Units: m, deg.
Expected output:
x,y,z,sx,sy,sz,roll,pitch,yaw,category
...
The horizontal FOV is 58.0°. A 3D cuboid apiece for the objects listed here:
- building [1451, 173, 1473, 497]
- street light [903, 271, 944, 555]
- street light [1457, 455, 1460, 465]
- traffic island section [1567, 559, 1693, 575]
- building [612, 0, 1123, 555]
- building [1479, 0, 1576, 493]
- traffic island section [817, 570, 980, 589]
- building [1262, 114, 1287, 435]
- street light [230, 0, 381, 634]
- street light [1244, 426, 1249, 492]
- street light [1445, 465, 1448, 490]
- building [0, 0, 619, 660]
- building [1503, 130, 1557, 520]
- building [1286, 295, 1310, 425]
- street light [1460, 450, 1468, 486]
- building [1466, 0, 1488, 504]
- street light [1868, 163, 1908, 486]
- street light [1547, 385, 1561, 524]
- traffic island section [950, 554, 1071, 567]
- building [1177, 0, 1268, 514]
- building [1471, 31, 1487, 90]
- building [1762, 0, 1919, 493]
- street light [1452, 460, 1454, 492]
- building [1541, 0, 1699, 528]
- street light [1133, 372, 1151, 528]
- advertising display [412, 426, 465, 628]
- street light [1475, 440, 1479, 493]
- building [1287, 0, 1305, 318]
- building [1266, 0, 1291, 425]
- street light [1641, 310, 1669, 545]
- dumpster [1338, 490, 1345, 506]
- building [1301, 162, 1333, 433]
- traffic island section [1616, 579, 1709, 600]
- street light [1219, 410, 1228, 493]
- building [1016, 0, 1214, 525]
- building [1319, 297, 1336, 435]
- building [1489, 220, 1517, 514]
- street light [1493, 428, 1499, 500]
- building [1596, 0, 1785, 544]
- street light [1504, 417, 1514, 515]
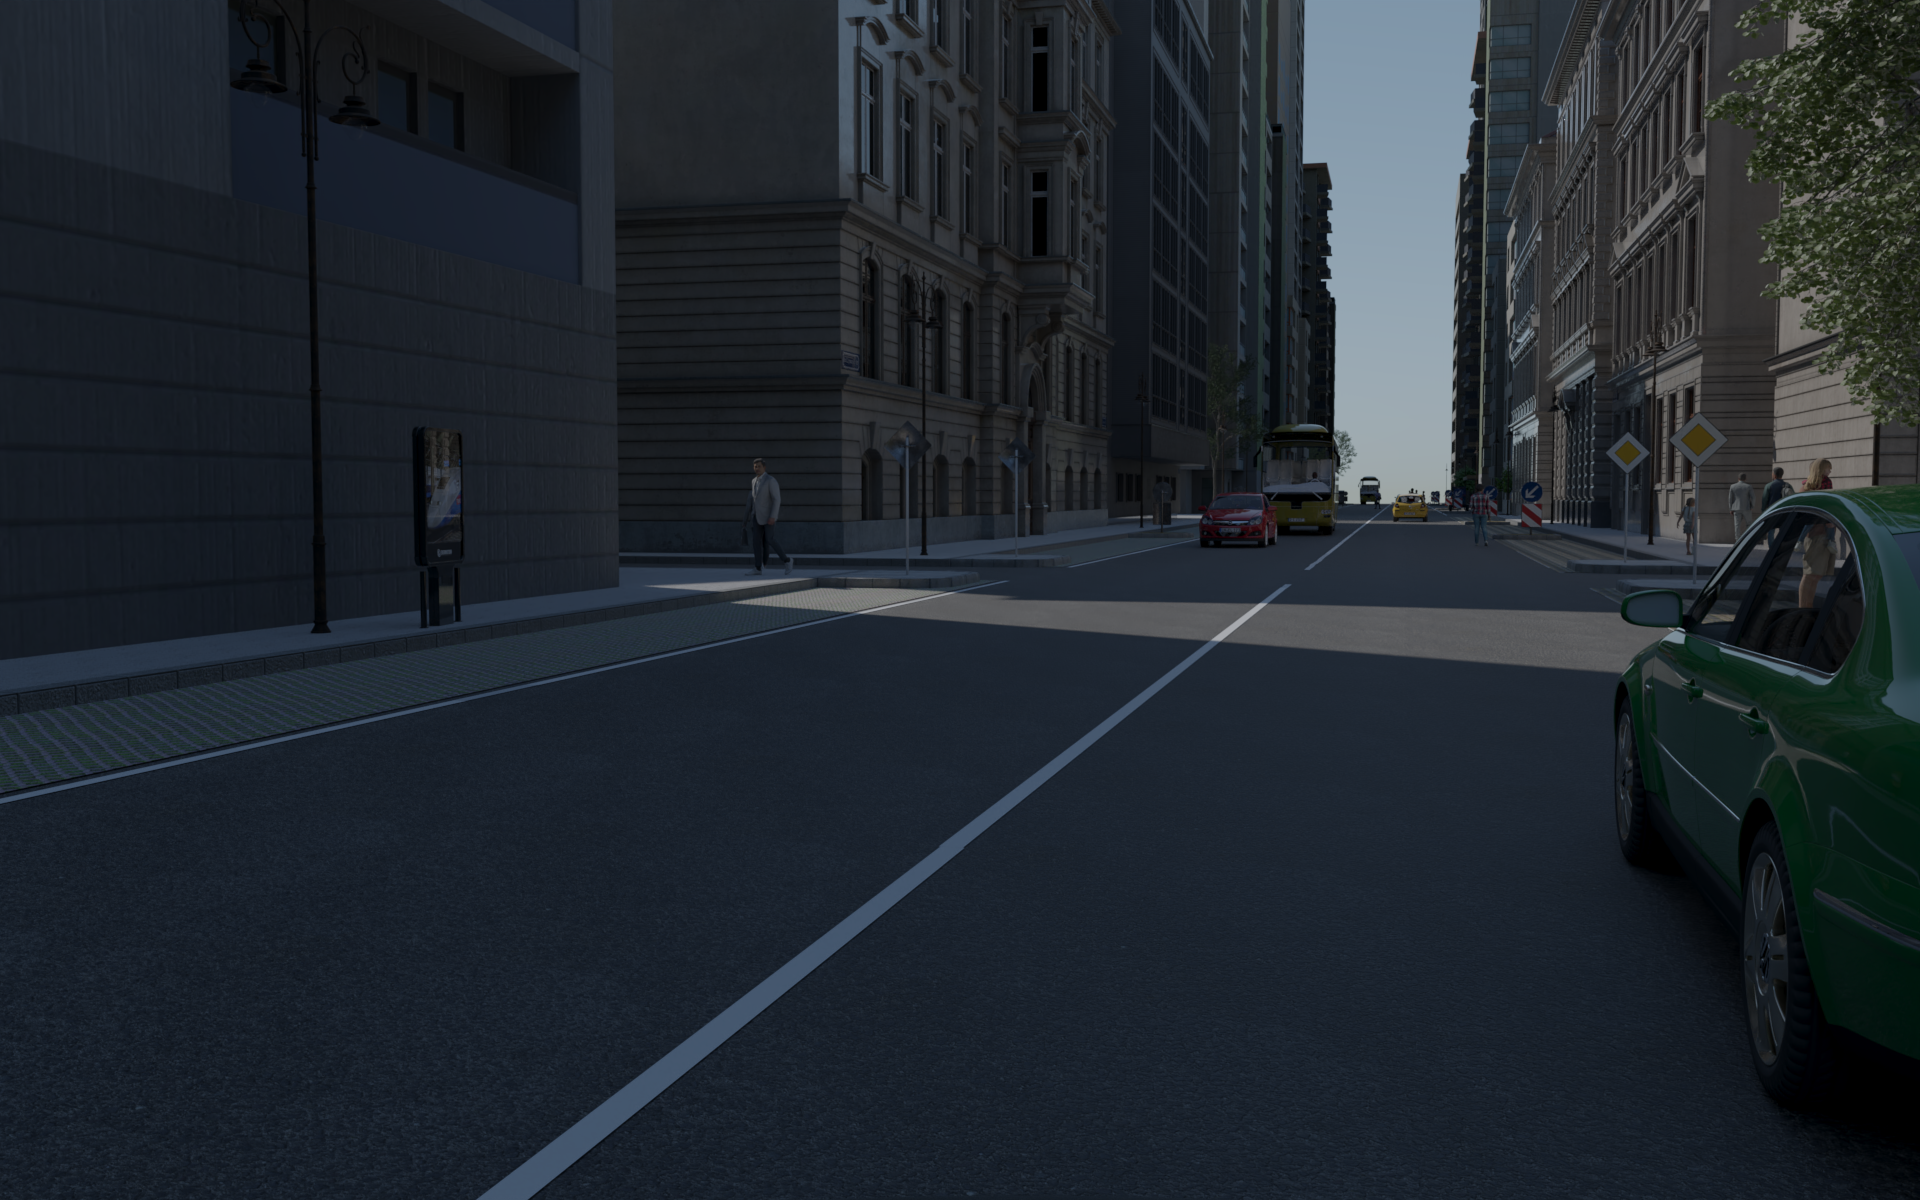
x,y,z,sx,sy,sz,roll,pitch,yaw,category
81.230,-38.023,245.376,21.300,48.544,21.600,1,4,14,building
-0.753,-3.875,36.145,0.468,5.910,1.993,1,4,14,street light
57.400,-13.851,199.257,0.468,5.910,1.993,1,4,14,street light
12.485,-0.619,32.394,2.009,0.180,2.903,1,4,14,traffic island section
-3.260,-14.344,53.612,14.460,24.649,34.723,1,4,14,building
49.891,-27.991,141.251,14.154,41.232,14.086,1,4,14,building
-0.872,-0.323,27.567,2.009,0.180,2.903,1,4,14,traffic island section
17.027,-21.978,131.042,14.160,30.474,14.107,1,4,14,building
-5.906,-2.632,15.827,0.468,5.910,1.993,1,4,14,street light
18.283,-8.417,110.406,0.468,5.910,1.993,1,4,14,street light
72.731,-17.502,258.948,0.468,5.910,1.993,1,4,14,street light
-19.378,-29.311,21.235,28.212,58.520,21.231,1,4,14,building
35.555,-15.681,92.538,11.583,22.565,21.152,1,4,14,building
19.052,-19.755,168.039,27.650,21.520,28.899,1,4,14,building
52.025,-12.570,178.305,0.468,5.910,1.993,1,4,14,street light
75.492,-48.065,224.120,20.563,71.187,20.611,1,4,14,building
12.281,-3.080,23.147,0.468,5.910,1.993,1,4,14,street light
25.226,-6.169,73.650,0.468,5.910,1.993,1,4,14,street light
1.111,-0.796,35.303,2.009,0.180,2.903,1,4,14,traffic island section
12.926,-26.482,116.579,14.154,41.232,14.086,1,4,14,building
58.805,-30.986,161.239,22.147,44.769,28.867,1,4,14,building
26.786,-10.355,33.926,19.286,19.102,10.561,1,4,14,building
65.032,-15.655,228.749,0.468,5.910,1.993,1,4,14,street light
30.684,-14.889,72.311,11.050,23.489,19.941,1,4,14,building
6.898,-5.678,65.619,0.468,5.910,1.993,1,4,14,street light
-5.087,-0.717,16.938,0.123,1.923,0.974,0,4,5,advertising display
44.398,-10.767,148.826,0.468,5.910,1.993,1,4,14,street light
31.298,-46.632,200.687,20.563,71.187,20.611,1,4,14,building
19.874,-30.234,144.444,14.600,45.320,14.200,1,4,14,building
17.452,-4.330,43.591,0.468,5.910,1.993,1,4,14,street light
43.259,-11.667,198.978,1.865,1.857,1.264,1,4,16,dumpster
36.791,-34.929,225.716,22.147,44.769,28.867,1,4,14,building
10.502,-0.145,24.658,2.009,0.180,2.903,1,4,14,traffic island section
14.458,-7.482,95.115,0.468,5.910,1.993,1,4,14,street light
3.578,-17.651,82.109,14.314,27.812,24.014,1,4,14,building
45.825,-29.008,245.984,14.160,30.474,14.107,1,4,14,building
51.480,-16.734,118.635,27.650,21.520,28.899,1,4,14,building
36.893,-8.954,119.181,0.468,5.910,1.993,1,4,14,street light
26.322,-13.219,52.283,11.583,22.565,21.152,1,4,14,building
32.902,-8.018,103.887,0.468,5.910,1.993,1,4,14,street light
